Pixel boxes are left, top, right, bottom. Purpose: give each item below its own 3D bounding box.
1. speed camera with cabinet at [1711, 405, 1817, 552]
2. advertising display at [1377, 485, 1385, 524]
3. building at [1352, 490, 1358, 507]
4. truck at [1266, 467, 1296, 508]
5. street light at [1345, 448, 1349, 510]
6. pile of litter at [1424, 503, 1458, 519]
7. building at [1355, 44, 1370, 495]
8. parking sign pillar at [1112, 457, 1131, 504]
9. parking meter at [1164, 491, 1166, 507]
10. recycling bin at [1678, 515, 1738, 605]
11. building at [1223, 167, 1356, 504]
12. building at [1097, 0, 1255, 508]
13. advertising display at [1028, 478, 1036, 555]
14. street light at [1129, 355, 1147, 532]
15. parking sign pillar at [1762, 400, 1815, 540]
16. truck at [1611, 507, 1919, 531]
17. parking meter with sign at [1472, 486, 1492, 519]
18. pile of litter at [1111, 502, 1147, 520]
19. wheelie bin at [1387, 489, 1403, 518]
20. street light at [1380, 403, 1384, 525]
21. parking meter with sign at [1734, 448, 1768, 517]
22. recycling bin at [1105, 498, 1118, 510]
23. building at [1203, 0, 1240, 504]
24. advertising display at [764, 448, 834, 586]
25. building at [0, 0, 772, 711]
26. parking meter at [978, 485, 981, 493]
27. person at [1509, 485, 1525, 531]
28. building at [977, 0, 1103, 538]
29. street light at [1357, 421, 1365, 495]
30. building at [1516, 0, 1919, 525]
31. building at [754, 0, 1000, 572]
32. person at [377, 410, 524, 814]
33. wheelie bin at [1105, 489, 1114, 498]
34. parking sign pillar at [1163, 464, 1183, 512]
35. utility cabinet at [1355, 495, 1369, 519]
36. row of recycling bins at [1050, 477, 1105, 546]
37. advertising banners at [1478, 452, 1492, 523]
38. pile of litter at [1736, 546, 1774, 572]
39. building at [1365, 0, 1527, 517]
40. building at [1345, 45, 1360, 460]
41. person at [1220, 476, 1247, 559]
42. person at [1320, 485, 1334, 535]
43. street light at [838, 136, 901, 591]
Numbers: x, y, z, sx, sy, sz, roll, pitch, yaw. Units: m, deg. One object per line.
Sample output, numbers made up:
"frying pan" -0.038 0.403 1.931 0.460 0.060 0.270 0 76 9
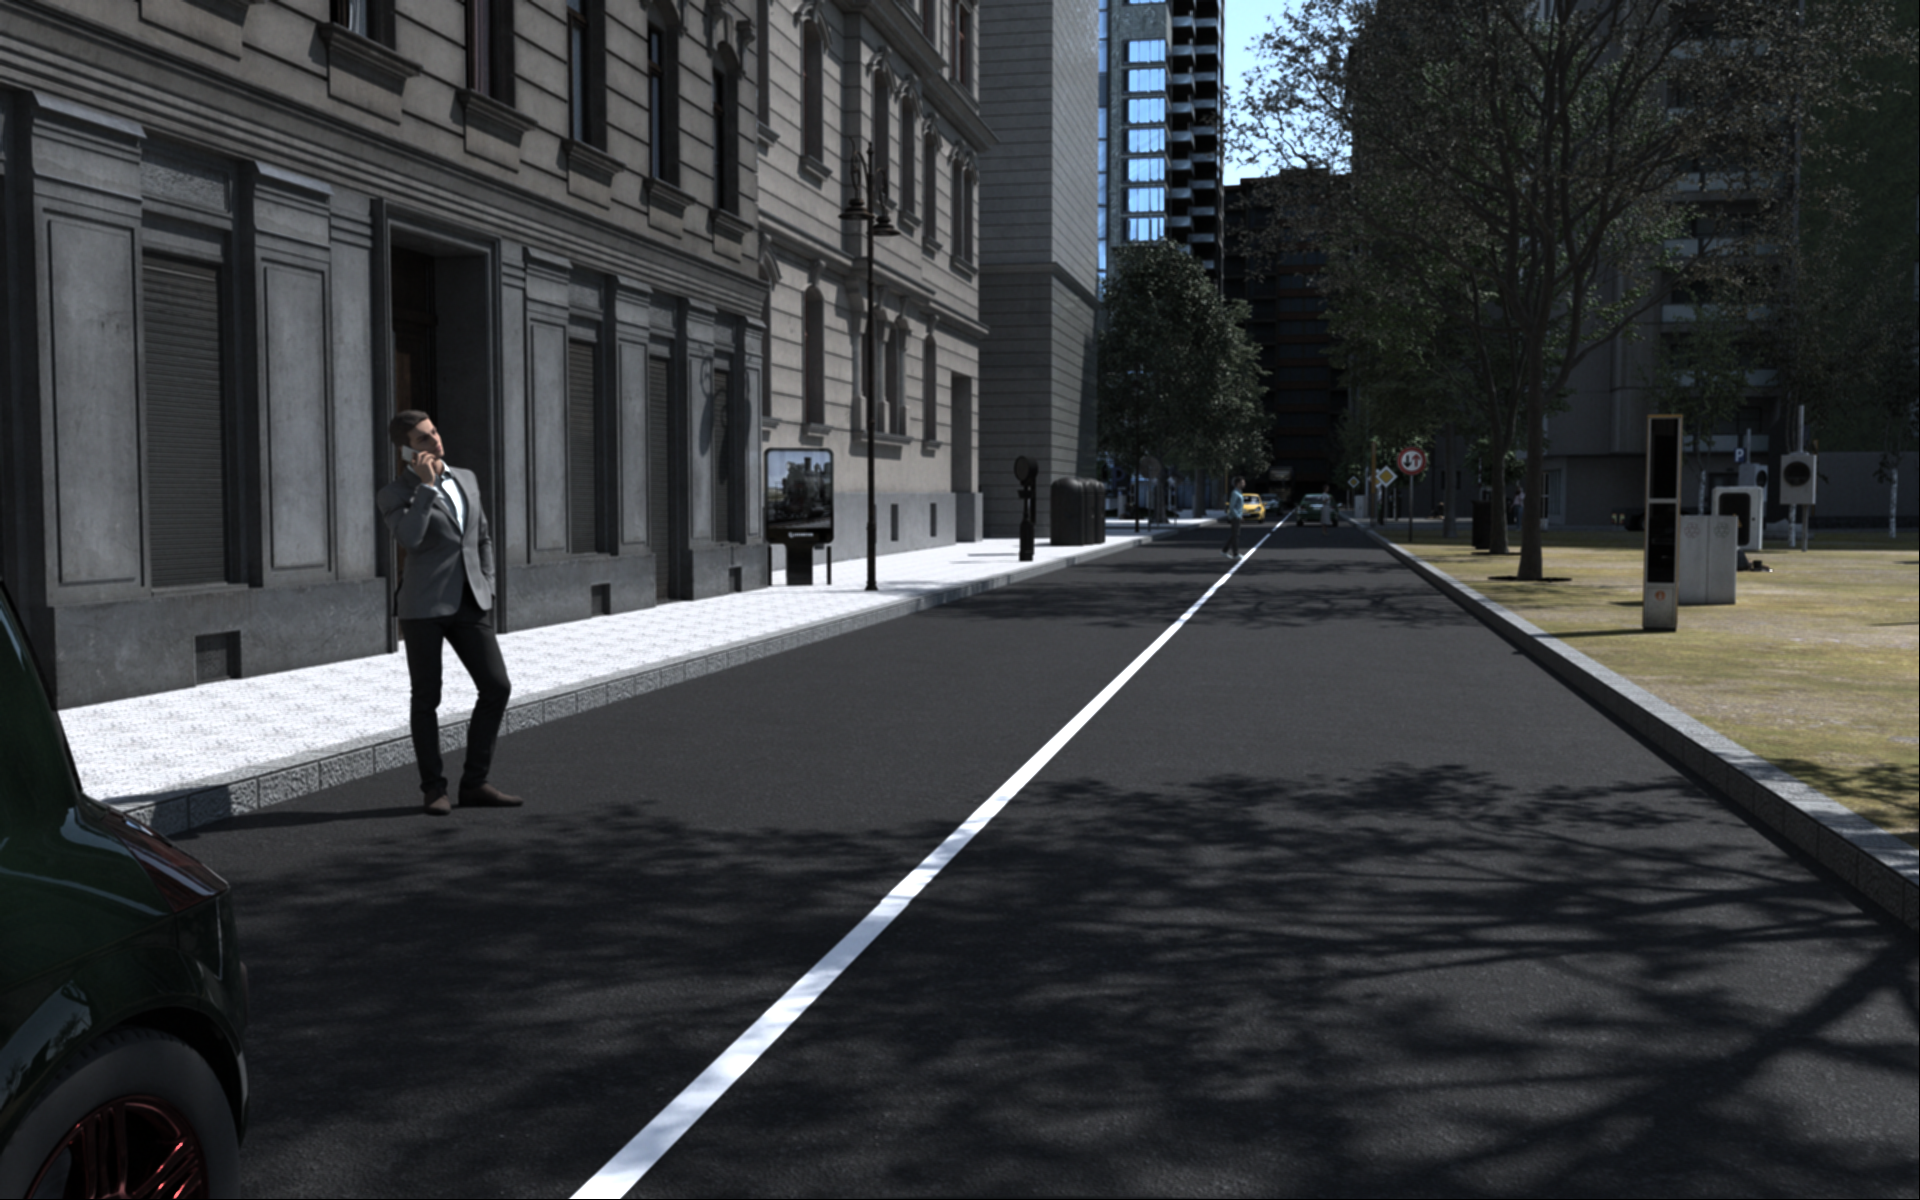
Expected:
"speed camera with cabinet" 18.046 -2.723 38.857 2.038 3.252 0.660 2 4 31
"advertising display" 17.735 -4.148 73.041 0.123 1.923 0.974 0 4 2
"building" 50.504 -45.020 174.323 20.563 71.187 20.611 1 4 11
"truck" 33.657 -11.754 181.091 2.839 4.237 11.283 1 4 13
"street light" 31.497 -10.285 140.946 0.468 5.910 1.993 1 4 11
"pile of litter" 24.614 -4.555 88.444 1.719 0.858 1.176 1 4 20
"building" 43.738 -31.108 158.730 14.600 45.320 14.200 1 4 11
"parking sign pillar" 11.498 -8.254 123.433 1.447 3.967 1.447 2 4 35
"parking meter" 12.618 -6.085 107.895 0.372 1.533 0.369 0 3 0
"recycling bin" 8.660 -0.481 20.421 0.722 1.027 0.722 0 4 1
"building" 45.885 -35.530 235.543 28.867 44.769 22.147 1 4 11
"building" 19.647 -54.726 207.437 31.000 86.520 22.319 1 4 11
"advertising display" 1.514 -1.940 36.936 0.123 1.923 0.974 0 4 -3
"street light" 5.931 -5.201 57.816 0.468 5.910 1.993 1 4 11
"parking sign pillar" 23.339 -3.691 48.821 1.447 3.967 1.447 0 4 -7
"truck" 32.549 -4.277 59.690 18.799 4.110 2.967 1 4 10
"parking meter with sign" 27.586 -5.780 90.760 1.738 3.016 0.543 -2 4 -33
"pile of litter" 8.441 -4.436 86.499 1.719 0.858 1.176 2 4 27
"wheelie bin" 23.278 -5.180 92.605 0.693 1.594 0.980 2 4 31
"street light" 17.277 -5.987 70.674 0.468 5.910 1.993 1 4 11
"parking meter with sign" 30.215 -4.245 65.663 1.738 3.016 0.543 -1 4 -19
"recycling bin" 9.355 -5.834 107.947 0.722 1.027 0.722 -2 4 -33
"building" 19.755 -45.674 185.026 20.563 71.187 20.611 1 4 11
"advertising display" -2.261 -1.169 24.321 0.974 1.923 0.123 -1 4 -17
"building" -8.982 -10.157 15.217 9.793 20.994 18.267 1 4 11
"parking meter" 0.419 -2.539 49.926 0.372 1.533 0.369 0 3 0
"person" 20.795 -3.388 64.489 0.643 1.750 0.593 -3 5 -40
"building" -10.690 -17.140 57.736 29.804 29.767 11.434 1 4 11
"street light" 24.556 -8.149 106.023 0.468 5.910 1.993 1 4 11
"building" 31.528 -23.776 72.331 14.086 41.232 14.154 1 4 11
"building" -7.678 -15.234 36.458 14.401 28.519 23.554 1 4 11
"person" -2.308 0.052 7.834 0.592 1.802 0.473 -2 4 -35
"wheelie bin" 10.079 -6.776 118.695 0.980 1.594 0.693 2 4 24
"parking sign pillar" 15.611 -8.471 126.981 1.447 3.967 1.447 0 3 0
"utility cabinet" 21.149 -4.900 91.278 0.306 1.237 1.020 -1 4 -14
"row of recycling bins" 3.073 -2.273 44.281 1.069 1.692 3.534 1 4 16
"advertising banners" 22.026 -4.676 72.641 0.090 3.025 2.074 2 4 34
"pile of litter" 12.930 -0.943 29.378 1.176 0.858 1.719 -1 4 -19
"building" 31.877 -20.374 104.818 14.160 30.474 14.107 1 4 11
"building" 58.505 -37.219 197.765 28.713 52.752 27.495 1 4 11
"person" 6.085 -1.835 38.516 0.620 1.820 0.660 1 4 13
"person" 12.763 -3.119 60.060 0.524 1.755 0.480 2 4 33
"street light" -1.179 -3.064 22.888 0.468 5.910 1.993 1 4 11
